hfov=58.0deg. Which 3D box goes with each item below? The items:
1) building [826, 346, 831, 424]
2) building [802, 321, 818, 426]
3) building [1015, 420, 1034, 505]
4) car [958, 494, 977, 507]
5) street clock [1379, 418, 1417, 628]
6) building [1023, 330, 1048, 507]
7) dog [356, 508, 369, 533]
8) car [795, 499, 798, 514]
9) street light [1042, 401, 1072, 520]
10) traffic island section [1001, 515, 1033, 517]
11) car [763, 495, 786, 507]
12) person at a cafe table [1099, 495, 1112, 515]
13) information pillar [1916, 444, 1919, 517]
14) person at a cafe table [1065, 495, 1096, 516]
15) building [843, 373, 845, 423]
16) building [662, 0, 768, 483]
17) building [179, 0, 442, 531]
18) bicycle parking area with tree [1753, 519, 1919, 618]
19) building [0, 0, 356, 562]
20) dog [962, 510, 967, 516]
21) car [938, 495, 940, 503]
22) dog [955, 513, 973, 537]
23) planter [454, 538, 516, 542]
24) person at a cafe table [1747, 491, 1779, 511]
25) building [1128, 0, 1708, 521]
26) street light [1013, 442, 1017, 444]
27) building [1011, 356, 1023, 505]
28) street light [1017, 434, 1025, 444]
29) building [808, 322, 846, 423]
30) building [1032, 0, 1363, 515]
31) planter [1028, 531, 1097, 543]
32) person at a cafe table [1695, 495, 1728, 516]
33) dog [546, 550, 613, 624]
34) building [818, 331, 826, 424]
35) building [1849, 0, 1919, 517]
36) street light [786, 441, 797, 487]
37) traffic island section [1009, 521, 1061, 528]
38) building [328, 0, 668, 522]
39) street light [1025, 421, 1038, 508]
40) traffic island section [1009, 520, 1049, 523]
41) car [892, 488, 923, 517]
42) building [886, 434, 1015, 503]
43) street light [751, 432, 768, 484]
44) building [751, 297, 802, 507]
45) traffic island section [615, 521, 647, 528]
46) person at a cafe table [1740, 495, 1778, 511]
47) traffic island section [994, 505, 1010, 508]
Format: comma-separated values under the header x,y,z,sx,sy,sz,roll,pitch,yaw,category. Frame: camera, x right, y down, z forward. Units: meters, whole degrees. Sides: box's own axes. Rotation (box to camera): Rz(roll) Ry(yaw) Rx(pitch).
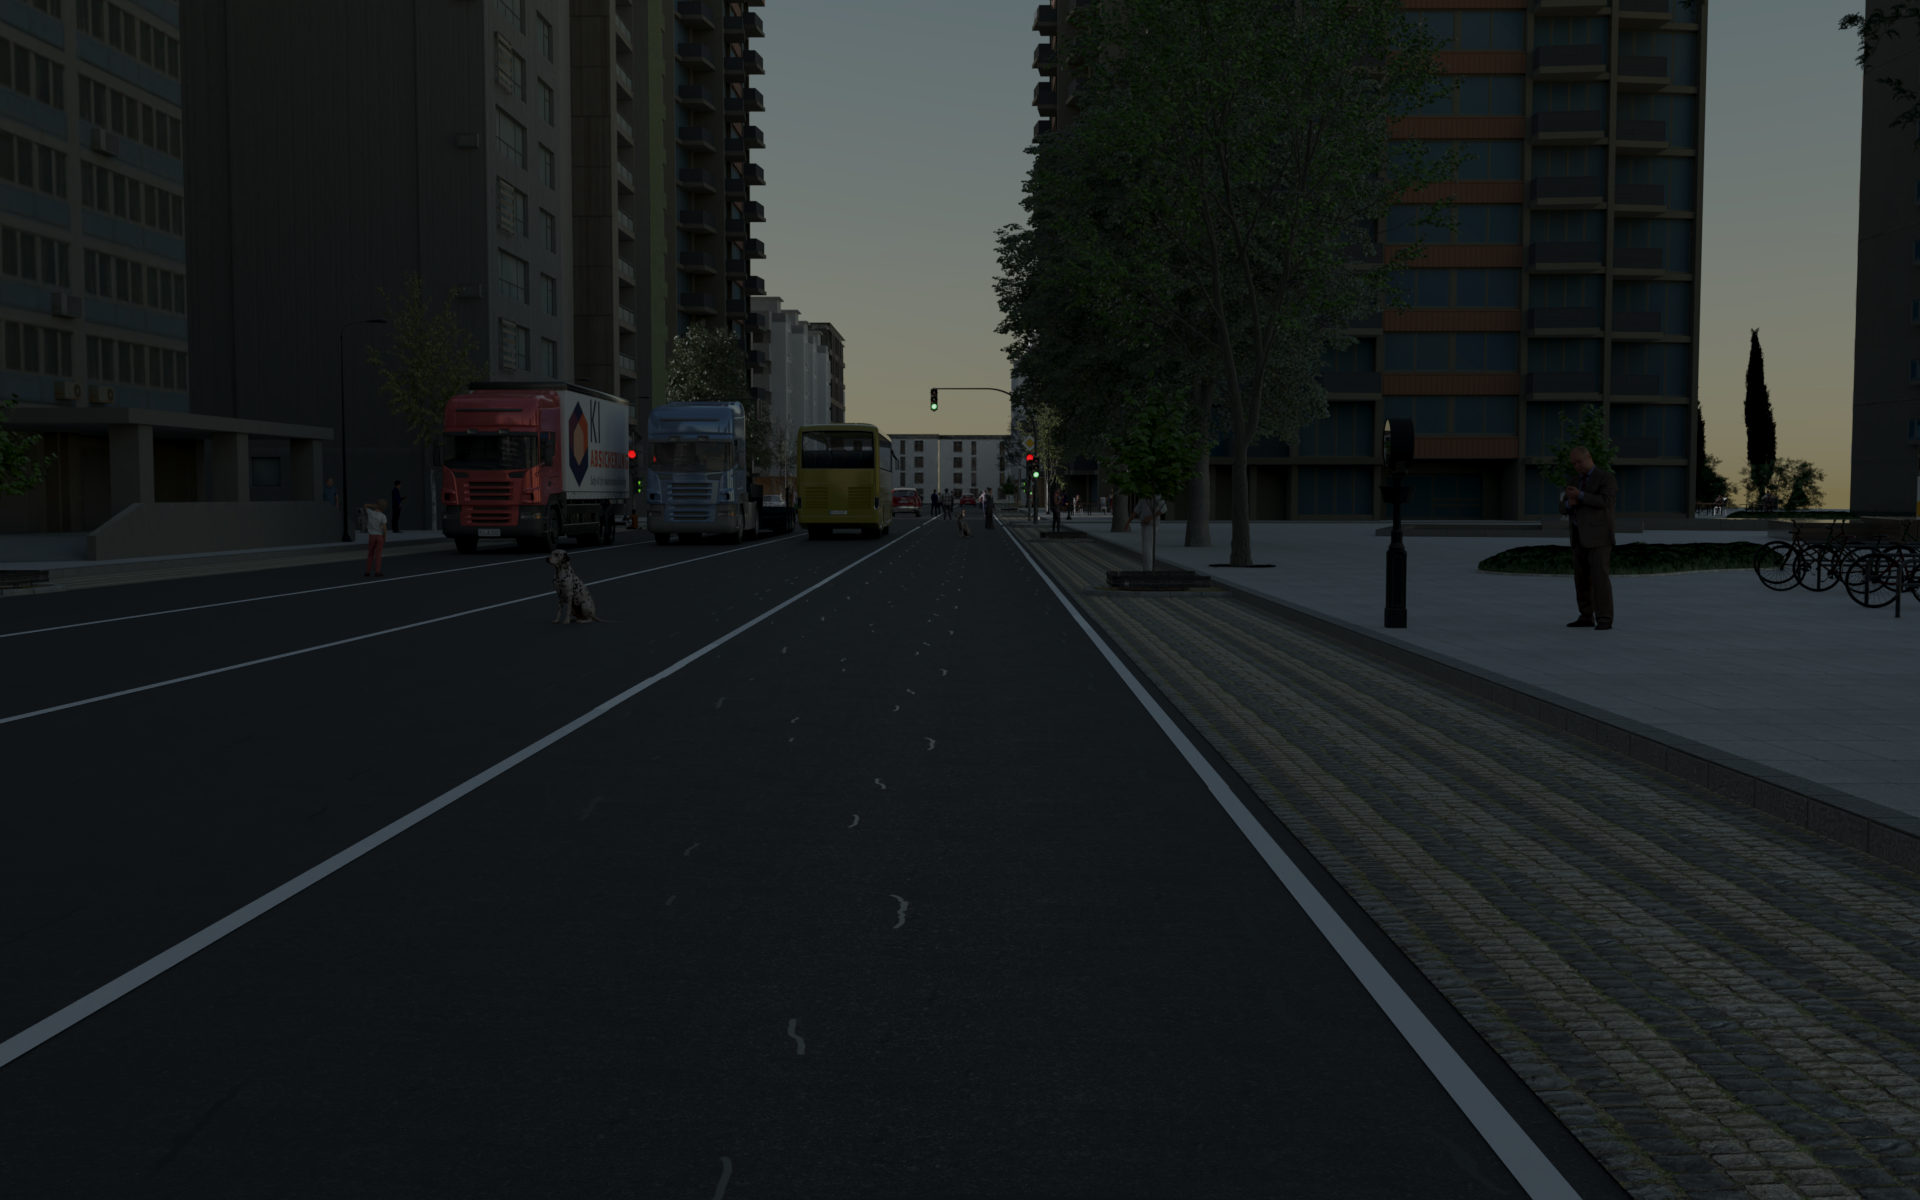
x,y,z,sx,sy,sz,roll,pitch,yaw,category
-22.789,-20.947,198.898,16.016,20.091,11.380,0,4,1,building
-23.185,-19.515,175.497,16.016,20.091,11.380,0,4,1,building
11.398,-15.556,196.484,9.099,9.664,28.070,0,4,1,building
0.893,-11.355,194.686,2.155,1.783,4.494,0,4,0,car
4.184,-0.735,16.581,0.358,2.002,0.471,0,4,4,street clock
14.824,-19.573,176.443,16.016,20.091,11.380,0,4,1,building
-19.620,-2.606,56.983,0.513,0.831,0.800,-1,4,-14,dog
-11.175,-7.304,128.212,1.959,1.807,4.718,0,4,-1,car
4.873,-6.937,85.955,1.470,5.913,1.316,0,4,1,street light
3.575,-5.214,108.110,1.991,0.108,1.994,0,4,1,traffic island section
-13.452,-6.794,123.441,2.083,1.381,4.827,0,4,0,car
9.304,-5.852,106.539,1.698,1.238,1.726,3,5,43,person at a cafe table
44.888,-5.467,80.736,0.504,3.616,0.183,1,4,19,information pillar
7.139,-5.643,103.124,1.698,1.238,1.726,0,4,-7,person at a cafe table
-22.754,-24.052,249.675,11.380,20.091,16.016,0,4,1,building
-27.161,-29.449,136.121,22.147,44.769,28.867,0,4,1,building
-23.310,-23.433,66.720,14.086,41.232,14.154,0,4,1,building
13.836,-2.025,20.110,9.016,4.147,8.231,2,4,31,bicycle parking area with tree
-32.592,-21.233,39.046,32.217,40.220,23.993,0,4,1,building
0.327,-5.744,114.106,0.550,0.427,0.748,2,4,31,dog
-2.146,-12.235,212.411,2.083,1.381,4.827,0,4,1,car
0.252,-2.499,57.688,0.800,0.831,0.513,0,4,2,dog
-13.917,-1.889,52.029,1.991,0.319,1.994,0,4,1,planter
54.652,-6.668,117.533,1.698,1.524,1.622,0,4,-5,person at a cafe table
22.564,-26.673,90.729,28.867,44.769,22.147,0,4,1,building
5.493,-11.217,155.939,1.470,5.913,1.316,0,4,1,street light
14.427,-21.982,215.825,16.016,20.091,11.380,0,4,1,building
5.293,-9.792,132.632,1.470,5.913,1.316,0,4,1,street light
-31.594,-23.009,220.177,32.646,21.610,27.936,0,4,1,building
16.848,-29.411,135.502,22.147,44.769,28.867,0,4,1,building
3.037,-1.869,51.691,1.991,0.319,1.994,0,4,1,planter
45.285,-5.692,103.917,1.726,1.238,1.698,-2,4,-25,person at a cafe table
-4.185,-0.150,19.289,0.800,0.831,0.513,-1,4,-11,dog
-23.231,-20.210,186.856,16.016,20.091,11.380,0,4,1,building
59.096,-28.446,88.798,21.600,48.544,21.300,0,4,1,building
-14.751,-10.996,152.319,1.470,5.913,1.316,0,4,1,street light
3.254,-3.178,74.245,2.009,0.180,2.903,0,4,1,traffic island section
-24.025,-25.043,93.051,14.154,41.232,14.086,0,4,1,building
5.043,-8.372,109.424,1.470,5.913,1.316,0,4,1,street light
3.329,-3.667,82.230,2.009,0.180,2.903,0,4,1,traffic island section
-3.457,-6.137,109.009,2.281,1.827,5.304,0,4,0,car
-2.989,-18.604,246.329,28.070,9.664,9.099,0,4,1,building
-14.968,-9.576,129.111,1.470,5.913,1.316,0,4,1,street light
-23.807,-18.803,163.843,16.016,20.091,11.380,0,4,1,building
-14.027,-3.188,74.413,2.009,0.180,2.903,0,4,1,traffic island section
44.283,-5.171,95.411,1.726,1.238,1.698,-1,4,-22,person at a cafe table
4.289,-9.858,184.046,1.991,0.108,1.994,0,4,1,traffic island section
